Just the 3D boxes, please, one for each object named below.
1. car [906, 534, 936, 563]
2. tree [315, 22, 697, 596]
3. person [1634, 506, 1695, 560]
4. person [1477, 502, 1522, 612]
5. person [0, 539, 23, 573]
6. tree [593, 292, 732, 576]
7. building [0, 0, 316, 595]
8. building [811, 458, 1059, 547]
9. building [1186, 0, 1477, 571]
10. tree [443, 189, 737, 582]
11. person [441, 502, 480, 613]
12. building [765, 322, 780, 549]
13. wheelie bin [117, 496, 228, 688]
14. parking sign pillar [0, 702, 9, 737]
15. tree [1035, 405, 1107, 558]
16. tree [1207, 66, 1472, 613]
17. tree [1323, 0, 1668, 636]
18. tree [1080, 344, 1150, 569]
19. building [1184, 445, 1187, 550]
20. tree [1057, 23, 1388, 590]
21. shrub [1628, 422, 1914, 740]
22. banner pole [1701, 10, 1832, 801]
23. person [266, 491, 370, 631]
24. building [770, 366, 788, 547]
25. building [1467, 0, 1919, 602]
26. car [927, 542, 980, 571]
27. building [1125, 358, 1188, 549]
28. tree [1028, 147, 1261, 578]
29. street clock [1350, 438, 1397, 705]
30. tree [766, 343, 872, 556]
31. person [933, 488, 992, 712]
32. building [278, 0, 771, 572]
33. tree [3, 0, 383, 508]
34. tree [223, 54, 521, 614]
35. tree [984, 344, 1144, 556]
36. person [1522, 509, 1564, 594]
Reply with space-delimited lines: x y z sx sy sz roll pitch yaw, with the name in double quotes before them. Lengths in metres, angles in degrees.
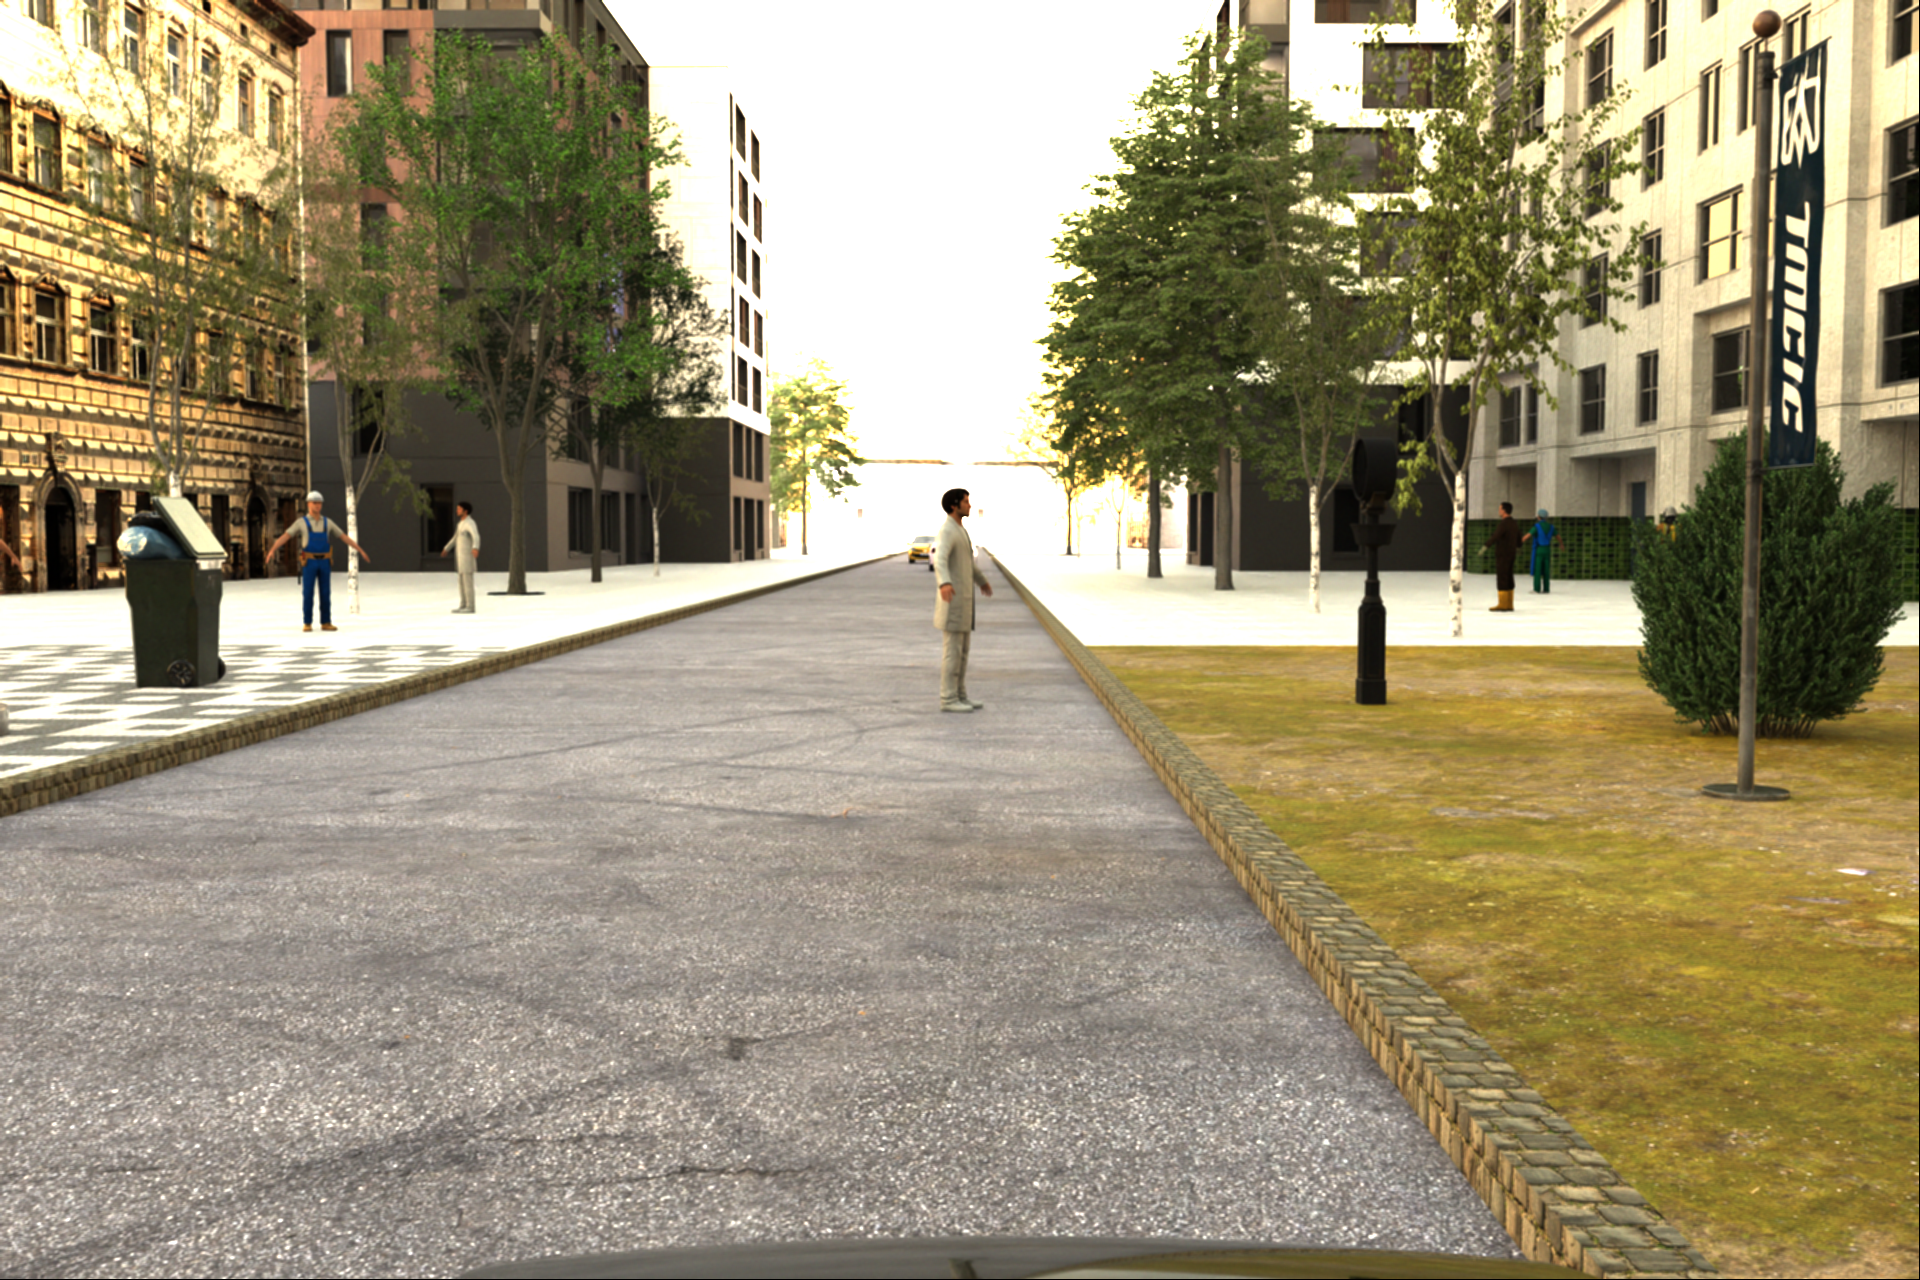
"car" -1.649 -4.629 85.906 2.015 1.641 3.980 0 4 1
"tree" -9.365 -6.750 36.117 9.928 11.665 9.643 0 3 0
"person" 14.624 -1.833 35.733 1.354 1.858 0.705 0 4 7
"person" 9.033 -1.385 28.783 1.346 1.812 0.704 -3 5 -45
"person" -9.449 -0.577 16.233 1.217 1.733 0.721 -3 5 -40
"tree" -9.266 -6.243 52.433 4.360 8.622 3.978 0 3 0
"building" -29.145 -12.985 43.235 19.493 23.208 18.063 0 4 1
"building" -2.672 -15.275 194.350 28.070 9.664 9.099 -1 4 -8
"building" 23.559 -14.154 75.390 27.936 21.610 32.646 0 3 0
"tree" -9.742 -6.795 45.510 8.767 10.594 7.601 0 4 5
"person" -8.076 -1.345 28.175 0.705 1.806 1.347 -3 4 -38
"building" -24.496 -16.688 139.301 16.747 18.905 31.486 0 4 0
"wheelie bin" -6.671 -0.413 14.655 0.693 1.594 0.980 0 3 0
"parking sign pillar" -6.764 -1.360 10.708 1.447 3.967 1.447 0 4 0
"tree" 6.459 -8.734 93.157 4.360 8.622 3.978 0 3 0
"tree" 5.758 -4.757 28.141 4.360 8.622 3.978 0 3 0
"tree" 6.415 -4.362 21.674 4.737 8.622 4.395 0 3 0
"tree" 5.666 -6.867 62.632 4.360 8.622 3.978 0 3 0
"building" 22.638 -11.347 127.673 9.099 9.664 28.070 0 4 0
"tree" 5.679 -7.431 39.628 7.486 12.596 7.792 0 3 0
"shrub" 5.134 -0.429 11.061 1.661 2.075 1.752 0 3 0
"banner pole" 3.851 -1.110 8.159 0.401 3.779 0.863 0 4 1
"person" -8.516 -1.044 22.931 1.347 1.847 0.705 -3 4 -39
"building" -26.783 -20.462 165.489 19.493 23.208 18.063 0 4 0
"building" 24.943 -10.646 40.521 16.747 18.905 31.486 0 4 0
"car" -0.262 -3.437 68.558 2.083 1.381 4.827 0 4 1
"building" 25.121 -19.818 154.945 19.493 23.208 18.063 0 3 0
"tree" 5.467 -8.098 50.531 7.486 12.596 7.792 0 3 0
"street clock" 3.109 -0.519 13.050 0.358 2.002 0.471 0 4 -1
"tree" -9.098 -11.288 102.691 7.486 12.596 7.792 0 3 0
"person" -0.003 -0.332 14.080 0.705 1.806 1.347 1 4 15
"building" -24.077 -14.063 73.908 27.936 21.610 32.646 0 4 1
"tree" -9.953 -4.336 21.257 4.360 8.622 3.978 0 3 0
"tree" -9.923 -4.721 27.559 4.360 8.622 3.978 0 3 0
"tree" 6.580 -11.794 103.194 12.009 13.543 11.850 0 3 0
"person" 12.504 -1.907 37.300 1.347 1.817 0.704 -1 4 -20
